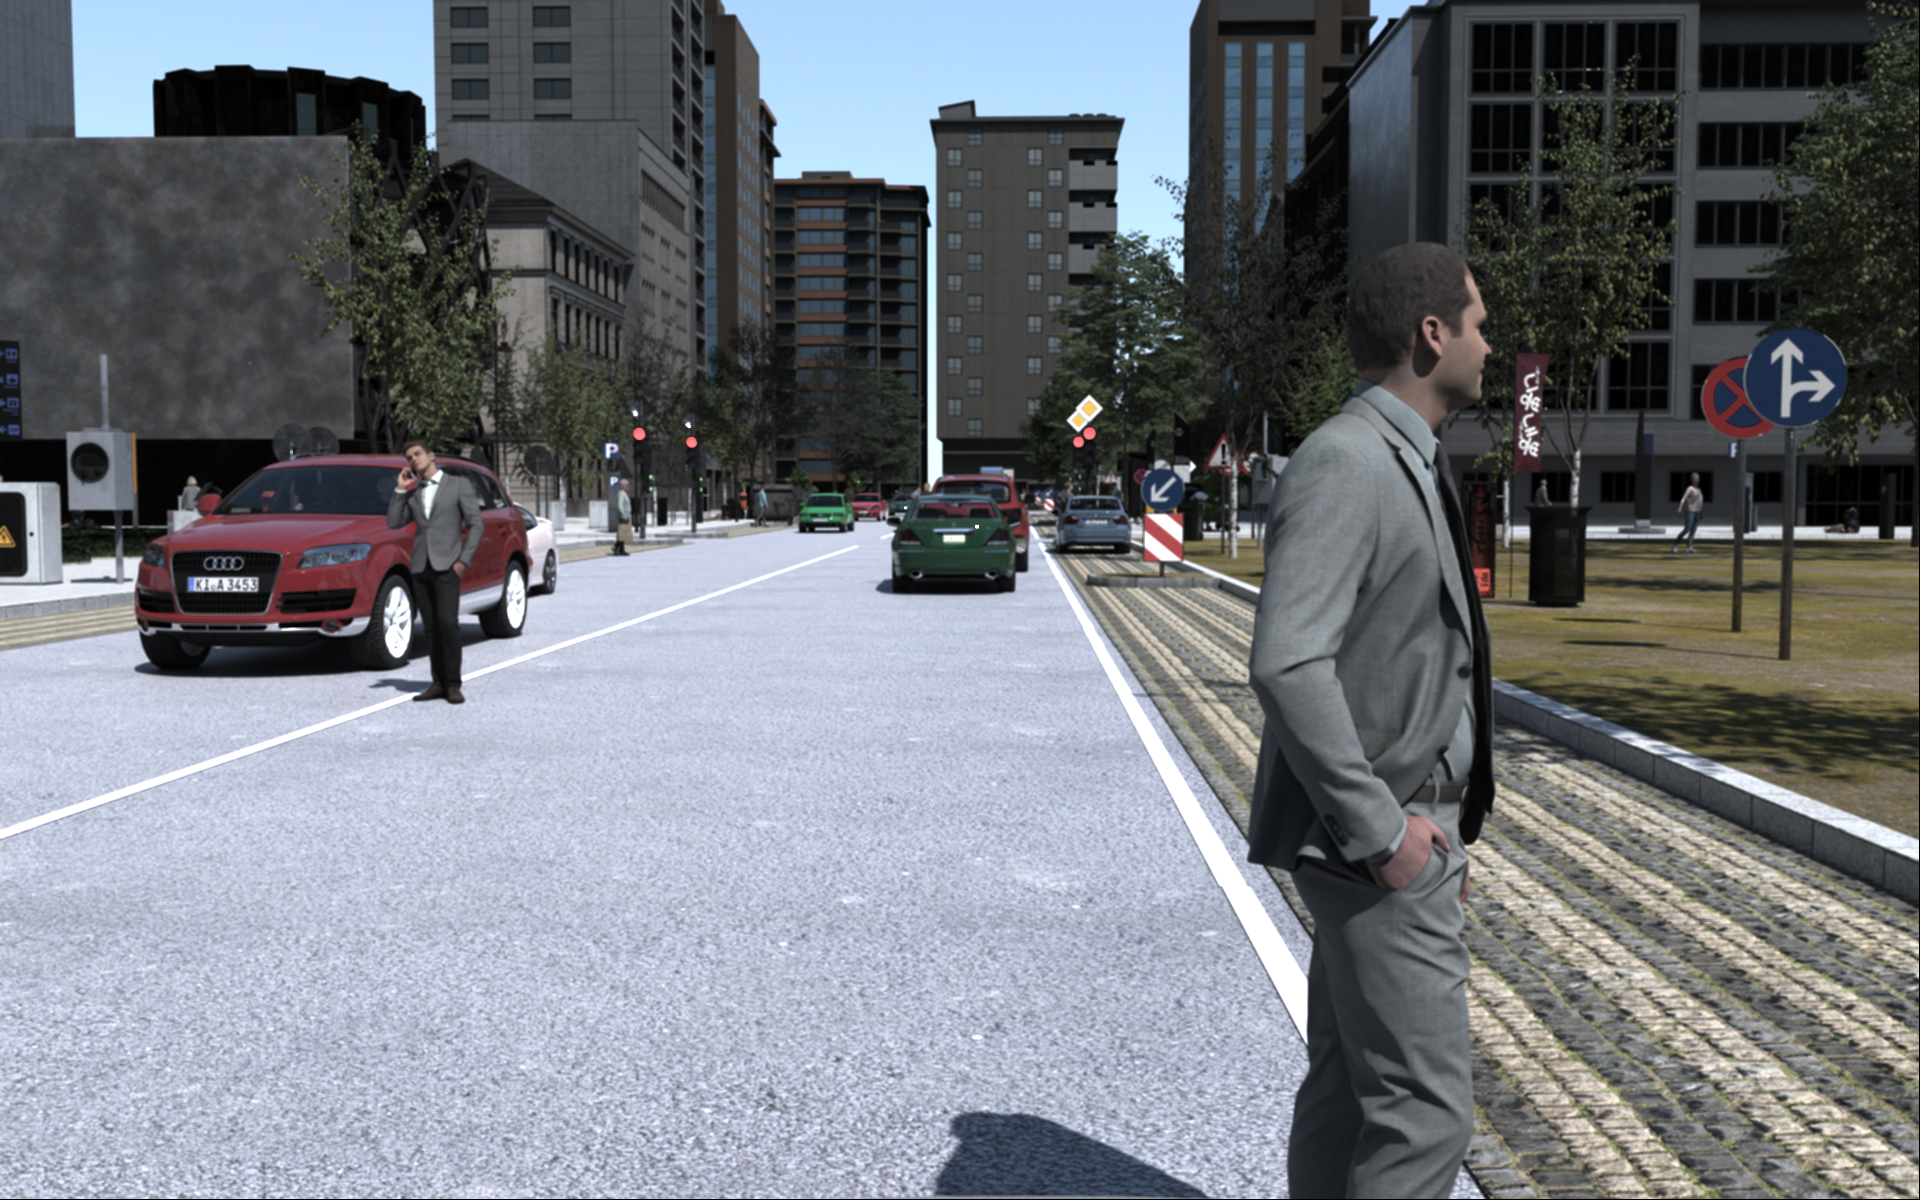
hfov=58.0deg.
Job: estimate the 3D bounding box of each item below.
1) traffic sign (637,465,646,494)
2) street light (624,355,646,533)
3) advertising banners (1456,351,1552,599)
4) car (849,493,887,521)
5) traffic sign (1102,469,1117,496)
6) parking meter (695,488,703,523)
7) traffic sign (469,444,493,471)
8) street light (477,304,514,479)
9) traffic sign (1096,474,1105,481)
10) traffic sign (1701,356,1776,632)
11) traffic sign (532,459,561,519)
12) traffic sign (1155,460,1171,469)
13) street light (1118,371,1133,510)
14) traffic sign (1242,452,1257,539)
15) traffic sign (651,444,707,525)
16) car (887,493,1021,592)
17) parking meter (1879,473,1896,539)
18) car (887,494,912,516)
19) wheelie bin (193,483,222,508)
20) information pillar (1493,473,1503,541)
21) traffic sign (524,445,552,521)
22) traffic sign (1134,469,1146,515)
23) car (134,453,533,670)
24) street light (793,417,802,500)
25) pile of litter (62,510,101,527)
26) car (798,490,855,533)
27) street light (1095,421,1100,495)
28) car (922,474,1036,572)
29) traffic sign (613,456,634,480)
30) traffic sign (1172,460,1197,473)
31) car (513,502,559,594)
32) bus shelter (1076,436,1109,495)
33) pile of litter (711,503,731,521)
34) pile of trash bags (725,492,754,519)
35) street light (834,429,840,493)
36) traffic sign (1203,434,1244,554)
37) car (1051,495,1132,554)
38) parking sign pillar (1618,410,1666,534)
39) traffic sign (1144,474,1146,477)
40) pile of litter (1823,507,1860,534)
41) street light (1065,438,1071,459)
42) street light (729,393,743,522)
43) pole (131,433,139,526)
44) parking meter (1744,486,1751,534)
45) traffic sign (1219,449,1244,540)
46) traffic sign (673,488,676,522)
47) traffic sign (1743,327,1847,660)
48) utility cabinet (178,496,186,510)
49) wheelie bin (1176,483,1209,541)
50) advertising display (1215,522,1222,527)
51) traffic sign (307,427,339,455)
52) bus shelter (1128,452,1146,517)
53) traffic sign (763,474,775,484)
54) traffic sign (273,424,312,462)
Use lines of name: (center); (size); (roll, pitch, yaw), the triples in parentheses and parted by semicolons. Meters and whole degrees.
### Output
traffic sign: (-13.823, -4.635, 75.791); (0.884, 2.594, 0.081); (1, 4, 9)
street light: (-10.777, -5.185, 57.563); (0.468, 5.910, 1.993); (0, 4, 2)
advertising banners: (6.315, -1.527, 21.148); (2.074, 3.025, 0.090); (-1, 4, -18)
car: (-4.939, -5.096, 92.352); (2.155, 1.783, 4.494); (0, 4, 3)
traffic sign: (7.750, -5.444, 89.005); (0.884, 2.594, 0.081); (0, 4, 3)
parking meter: (-11.624, -4.349, 76.825); (0.399, 1.863, 0.255); (3, 5, 39)
traffic sign: (-12.569, -2.761, 45.152); (0.884, 2.594, 0.081); (1, 4, 9)
street light: (-11.272, -4.243, 42.158); (0.468, 5.910, 1.993); (0, 4, 2)
traffic sign: (9.081, -6.826, 111.708); (0.768, 2.556, 0.104); (0, 4, 7)
traffic sign: (7.234, -0.976, 16.060); (0.768, 2.556, 0.104); (0, 4, 6)
traffic sign: (-11.884, -3.046, 49.799); (0.884, 2.594, 0.081); (1, 4, 9)
traffic sign: (7.403, -3.900, 63.868); (0.768, 2.556, 0.104); (1, 4, 9)
street light: (6.202, -5.646, 65.101); (0.468, 5.910, 1.993); (0, 4, 2)
traffic sign: (8.383, -3.020, 49.482); (0.768, 2.556, 0.104); (0, 4, 3)
traffic sign: (-11.515, -4.717, 70.995); (2.265, 3.308, 0.079); (0, 4, 3)
car: (-0.093, -0.916, 26.776); (2.131, 1.459, 4.920); (0, 4, 0)
parking meter: (26.348, -2.661, 49.211); (0.255, 1.863, 0.399); (0, 4, -7)
car: (-3.748, -6.301, 114.818); (2.131, 1.459, 4.920); (0, 4, 1)
wheelie bin: (-20.853, -2.459, 48.106); (0.693, 1.594, 0.980); (-3, 4, -38)
information pillar: (14.606, -2.598, 46.965); (0.304, 2.012, 0.304); (1, 4, 8)
traffic sign: (-11.022, -2.760, 45.227); (0.768, 2.556, 0.104); (0, 4, 6)
traffic sign: (9.191, -5.353, 87.621); (0.768, 2.556, 0.104); (0, 4, 8)
car: (-5.506, -0.438, 15.840); (2.281, 1.827, 5.304); (0, 4, 3)
street light: (-9.492, -7.886, 101.724); (0.468, 5.910, 1.993); (0, 4, 2)
pile of litter: (-30.627, -2.822, 60.104); (1.719, 0.858, 1.176); (0, 4, -6)
car: (-5.031, -3.470, 65.535); (1.959, 1.807, 4.718); (0, 4, 2)
street light: (6.826, -6.990, 87.069); (0.468, 5.910, 1.993); (0, 4, 2)
car: (0.319, -1.516, 33.461); (2.281, 1.827, 5.304); (0, 4, 2)
traffic sign: (-11.655, -3.649, 59.664); (0.884, 2.594, 0.081); (1, 4, 9)
traffic sign: (7.486, -3.542, 57.638); (0.795, 2.593, 0.064); (0, 4, 4)
car: (-6.812, -0.680, 23.476); (2.083, 1.381, 4.827); (0, 4, 2)
bus shelter: (8.737, -8.482, 116.309); (2.179, 5.291, 8.768); (0, 4, 2)
pile of litter: (-11.732, -4.334, 84.825); (1.176, 0.858, 1.719); (0, 4, 5)
pile of trash bags: (-11.125, -4.851, 89.061); (1.912, 1.369, 3.447); (-1, 4, -9)
street light: (-8.808, -9.229, 123.689); (0.468, 5.910, 1.993); (0, 4, 2)
traffic sign: (5.664, -2.279, 37.263); (0.884, 2.594, 0.081); (1, 4, 10)
car: (3.258, -1.879, 42.716); (2.014, 1.417, 4.499); (0, 4, 2)
parking sign pillar: (22.130, -4.135, 56.086); (1.447, 3.967, 1.447); (1, 4, 18)
traffic sign: (9.576, -5.289, 86.206); (0.795, 2.593, 0.064); (0, 4, 4)
pile of litter: (29.044, -2.634, 57.038); (1.719, 0.858, 1.176); (-3, 5, -42)
street light: (8.223, -9.697, 131.327); (0.468, 5.910, 1.993); (0, 4, 2)
street light: (-10.277, -6.529, 79.534); (0.468, 5.910, 1.993); (0, 4, 2)
pole: (-27.480, -3.903, 57.655); (0.158, 3.312, 0.155); (0, 3, 0)
parking meter: (25.532, -2.937, 56.425); (0.372, 1.533, 0.369); (0, 3, 0)
traffic sign: (7.482, -2.928, 47.986); (0.768, 2.556, 0.104); (1, 4, 10)
traffic sign: (-13.074, -4.842, 79.268); (0.768, 2.556, 0.104); (0, 4, 3)
traffic sign: (6.381, -0.809, 13.326); (0.768, 2.556, 0.104); (0, 4, 4)
utility cabinet: (-25.879, -2.901, 58.596); (1.020, 1.237, 0.306); (0, 4, 5)
wheelie bin: (6.307, -2.412, 47.343); (0.980, 1.594, 0.693); (1, 4, 22)
advertising display: (10.024, -3.765, 66.770); (0.123, 1.923, 0.974); (-1, 4, -11)
traffic sign: (-12.104, -1.996, 32.734); (0.768, 2.556, 0.104); (0, 4, 5)
bus shelter: (10.009, -6.582, 98.892); (1.731, 3.624, 6.357); (0, 4, 2)
traffic sign: (-11.804, -6.547, 107.151); (0.768, 2.556, 0.104); (0, 4, 2)
traffic sign: (-12.111, -1.914, 31.407); (0.768, 2.556, 0.104); (1, 4, 10)
